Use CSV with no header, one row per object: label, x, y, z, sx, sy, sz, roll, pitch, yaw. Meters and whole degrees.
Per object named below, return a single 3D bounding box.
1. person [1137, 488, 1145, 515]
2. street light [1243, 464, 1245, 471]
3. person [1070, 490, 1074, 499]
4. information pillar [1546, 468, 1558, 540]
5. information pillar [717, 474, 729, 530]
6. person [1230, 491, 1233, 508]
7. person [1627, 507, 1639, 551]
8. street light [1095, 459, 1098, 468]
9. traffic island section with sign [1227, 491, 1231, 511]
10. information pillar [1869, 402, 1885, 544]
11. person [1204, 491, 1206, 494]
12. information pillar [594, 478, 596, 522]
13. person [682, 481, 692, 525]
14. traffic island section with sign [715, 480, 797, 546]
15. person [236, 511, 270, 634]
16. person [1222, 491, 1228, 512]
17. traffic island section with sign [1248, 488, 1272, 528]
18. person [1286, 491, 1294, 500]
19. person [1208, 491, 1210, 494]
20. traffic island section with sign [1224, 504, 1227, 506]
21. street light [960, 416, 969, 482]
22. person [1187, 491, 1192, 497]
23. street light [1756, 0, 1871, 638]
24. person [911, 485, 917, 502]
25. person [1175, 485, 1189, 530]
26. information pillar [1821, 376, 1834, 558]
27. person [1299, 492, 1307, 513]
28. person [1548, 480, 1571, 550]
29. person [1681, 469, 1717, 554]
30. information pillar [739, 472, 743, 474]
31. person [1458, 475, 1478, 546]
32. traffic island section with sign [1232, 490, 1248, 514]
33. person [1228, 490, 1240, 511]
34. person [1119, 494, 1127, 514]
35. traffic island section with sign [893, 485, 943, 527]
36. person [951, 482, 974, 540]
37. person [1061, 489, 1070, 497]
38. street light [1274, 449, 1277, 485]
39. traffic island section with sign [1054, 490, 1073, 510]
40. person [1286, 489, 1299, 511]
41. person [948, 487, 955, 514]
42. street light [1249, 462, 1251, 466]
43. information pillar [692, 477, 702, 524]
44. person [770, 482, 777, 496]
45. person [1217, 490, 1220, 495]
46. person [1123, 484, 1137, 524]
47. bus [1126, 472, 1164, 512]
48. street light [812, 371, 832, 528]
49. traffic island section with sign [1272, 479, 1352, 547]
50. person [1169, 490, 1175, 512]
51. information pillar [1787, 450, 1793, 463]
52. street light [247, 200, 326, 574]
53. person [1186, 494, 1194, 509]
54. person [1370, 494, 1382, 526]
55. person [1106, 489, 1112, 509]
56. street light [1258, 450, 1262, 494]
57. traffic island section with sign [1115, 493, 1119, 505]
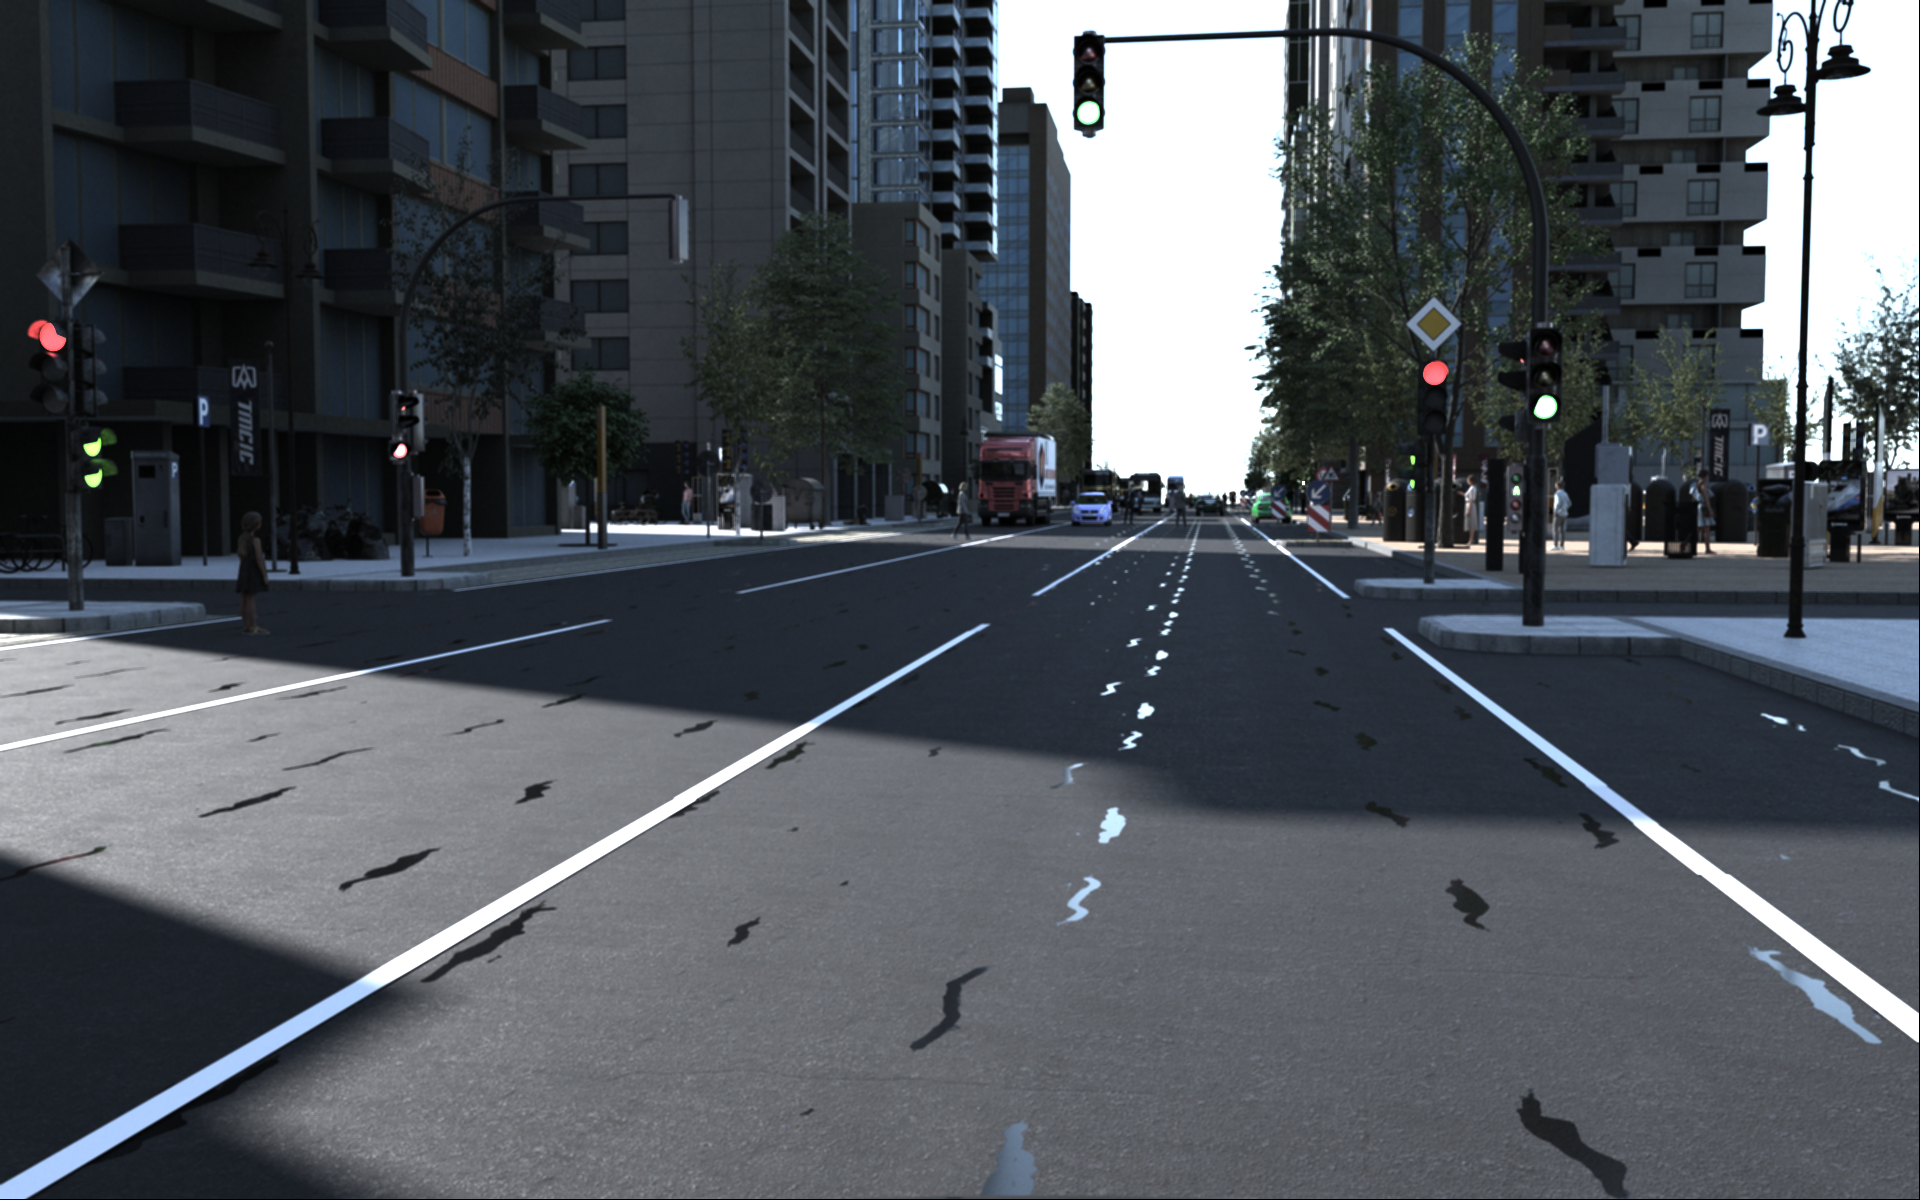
person,12.446,-6.735,118.491,0.599,1.838,0.709,1,4,18
street light,42.060,-17.342,256.336,0.468,5.910,1.993,1,4,8
person,14.233,-13.054,219.566,0.705,1.814,1.350,-1,4,-12
information pillar,16.634,-2.714,48.864,0.304,2.012,0.304,-1,4,-12
information pillar,-8.507,-3.528,62.177,0.304,2.012,0.304,-3,5,-45
person,27.327,-10.040,173.368,0.721,1.743,1.217,0,4,6
person,14.777,-1.998,38.622,0.836,1.842,0.656,-1,4,-16
street light,17.747,-15.410,224.740,0.468,5.910,1.993,1,4,8
traffic island section with sign,24.401,-8.651,150.070,1.989,1.847,2.006,1,4,8
information pillar,23.588,-3.250,44.493,0.183,3.616,0.504,3,5,45
person,35.238,-14.740,249.639,1.348,1.807,0.705,-3,5,-40
information pillar,-16.999,-5.488,81.089,0.183,3.616,0.504,1,4,10
person,-11.311,-4.008,71.585,0.555,1.821,0.388,3,4,37
traffic island section with sign,-5.605,-2.418,48.164,1.989,1.847,2.006,1,4,8
person,-7.264,-0.283,17.797,0.362,1.253,0.373,3,5,40
person,21.644,-8.088,141.651,0.541,1.710,0.530,-1,4,-12
traffic island section with sign,13.513,-4.012,74.229,1.989,1.847,2.006,1,4,8
person,31.515,-9.867,166.992,1.348,1.869,0.705,2,4,31
person,34.966,-14.399,243.552,1.348,1.869,0.705,-1,4,-21
traffic island section with sign,32.173,-11.962,204.202,1.989,1.847,2.006,1,4,8
street light,0.259,-7.977,103.215,0.468,5.910,1.993,1,4,8
person,31.416,-13.868,235.332,1.348,1.812,0.705,0,4,-8
street light,7.487,-2.603,15.354,0.468,5.910,1.993,1,4,8
person,-2.656,-5.759,100.388,0.419,1.800,0.721,0,4,-1
person,8.938,-3.748,69.970,0.526,1.800,0.537,-2,4,-34
information pillar,17.403,-2.657,34.795,0.183,3.616,0.504,1,4,15
person,23.116,-6.749,116.406,0.705,1.823,1.348,-1,4,-16
person,13.802,-1.957,39.845,0.589,1.601,0.330,-2,4,-31
person,15.681,-1.866,36.645,0.778,1.811,0.616,0,4,-1
information pillar,-10.036,-5.378,79.284,0.183,3.616,0.504,-2,4,-29
person,12.606,-2.227,43.025,0.524,1.755,0.480,1,4,21
traffic island section with sign,20.548,-7.009,123.220,1.989,1.847,2.006,1,4,8
person,23.173,-8.448,147.143,1.217,1.766,0.721,1,4,18
person,11.430,-6.728,121.689,0.799,1.438,0.628,2,4,25
traffic island section with sign,-1.772,-4.050,74.847,1.989,1.847,2.006,1,4,8
person,0.092,-2.785,54.219,0.728,1.800,0.709,0,4,6
person,11.909,-11.559,195.034,0.705,1.823,1.348,-3,5,-41
street light,24.686,-9.955,135.545,0.468,5.910,1.993,1,4,8
traffic island section with sign,9.322,-8.777,152.138,1.989,1.847,2.006,1,4,8
person,25.616,-7.837,134.185,1.348,1.822,0.705,0,4,8
person,-0.618,-6.402,111.511,0.742,1.727,0.445,-3,5,-45
street light,36.652,-15.045,218.773,0.468,5.910,1.993,1,4,8
information pillar,-11.313,-4.284,74.532,0.304,2.012,0.304,1,4,18
person,-7.393,-3.663,66.524,0.593,1.750,0.643,-3,5,-42
person,27.972,-10.982,188.022,0.705,1.831,1.348,0,4,-5
person,8.233,-4.642,83.754,0.648,1.900,0.474,0,4,7
bus,15.133,-8.939,141.004,2.948,3.499,13.247,0,4,6
street light,-5.177,-5.648,65.140,0.468,5.910,1.993,1,4,8
traffic island section with sign,9.678,-2.379,47.527,1.989,1.847,2.006,1,4,8
person,16.754,-7.806,136.795,0.551,1.740,0.621,1,4,12
information pillar,43.656,-6.101,91.112,0.504,3.616,0.183,-1,4,-23
street light,-10.670,-3.352,27.589,0.468,5.910,1.993,1,4,8
person,21.907,-9.372,164.990,1.065,1.426,0.557,1,4,18
person,16.891,-3.658,70.132,0.640,1.303,0.475,-3,5,-42
person,10.255,-6.826,120.628,0.750,1.759,0.617,1,4,13
street light,30.110,-12.293,173.777,0.468,5.910,1.993,1,4,8
traffic island section with sign,21.145,-13.814,234.479,1.989,1.847,2.006,1,4,8
